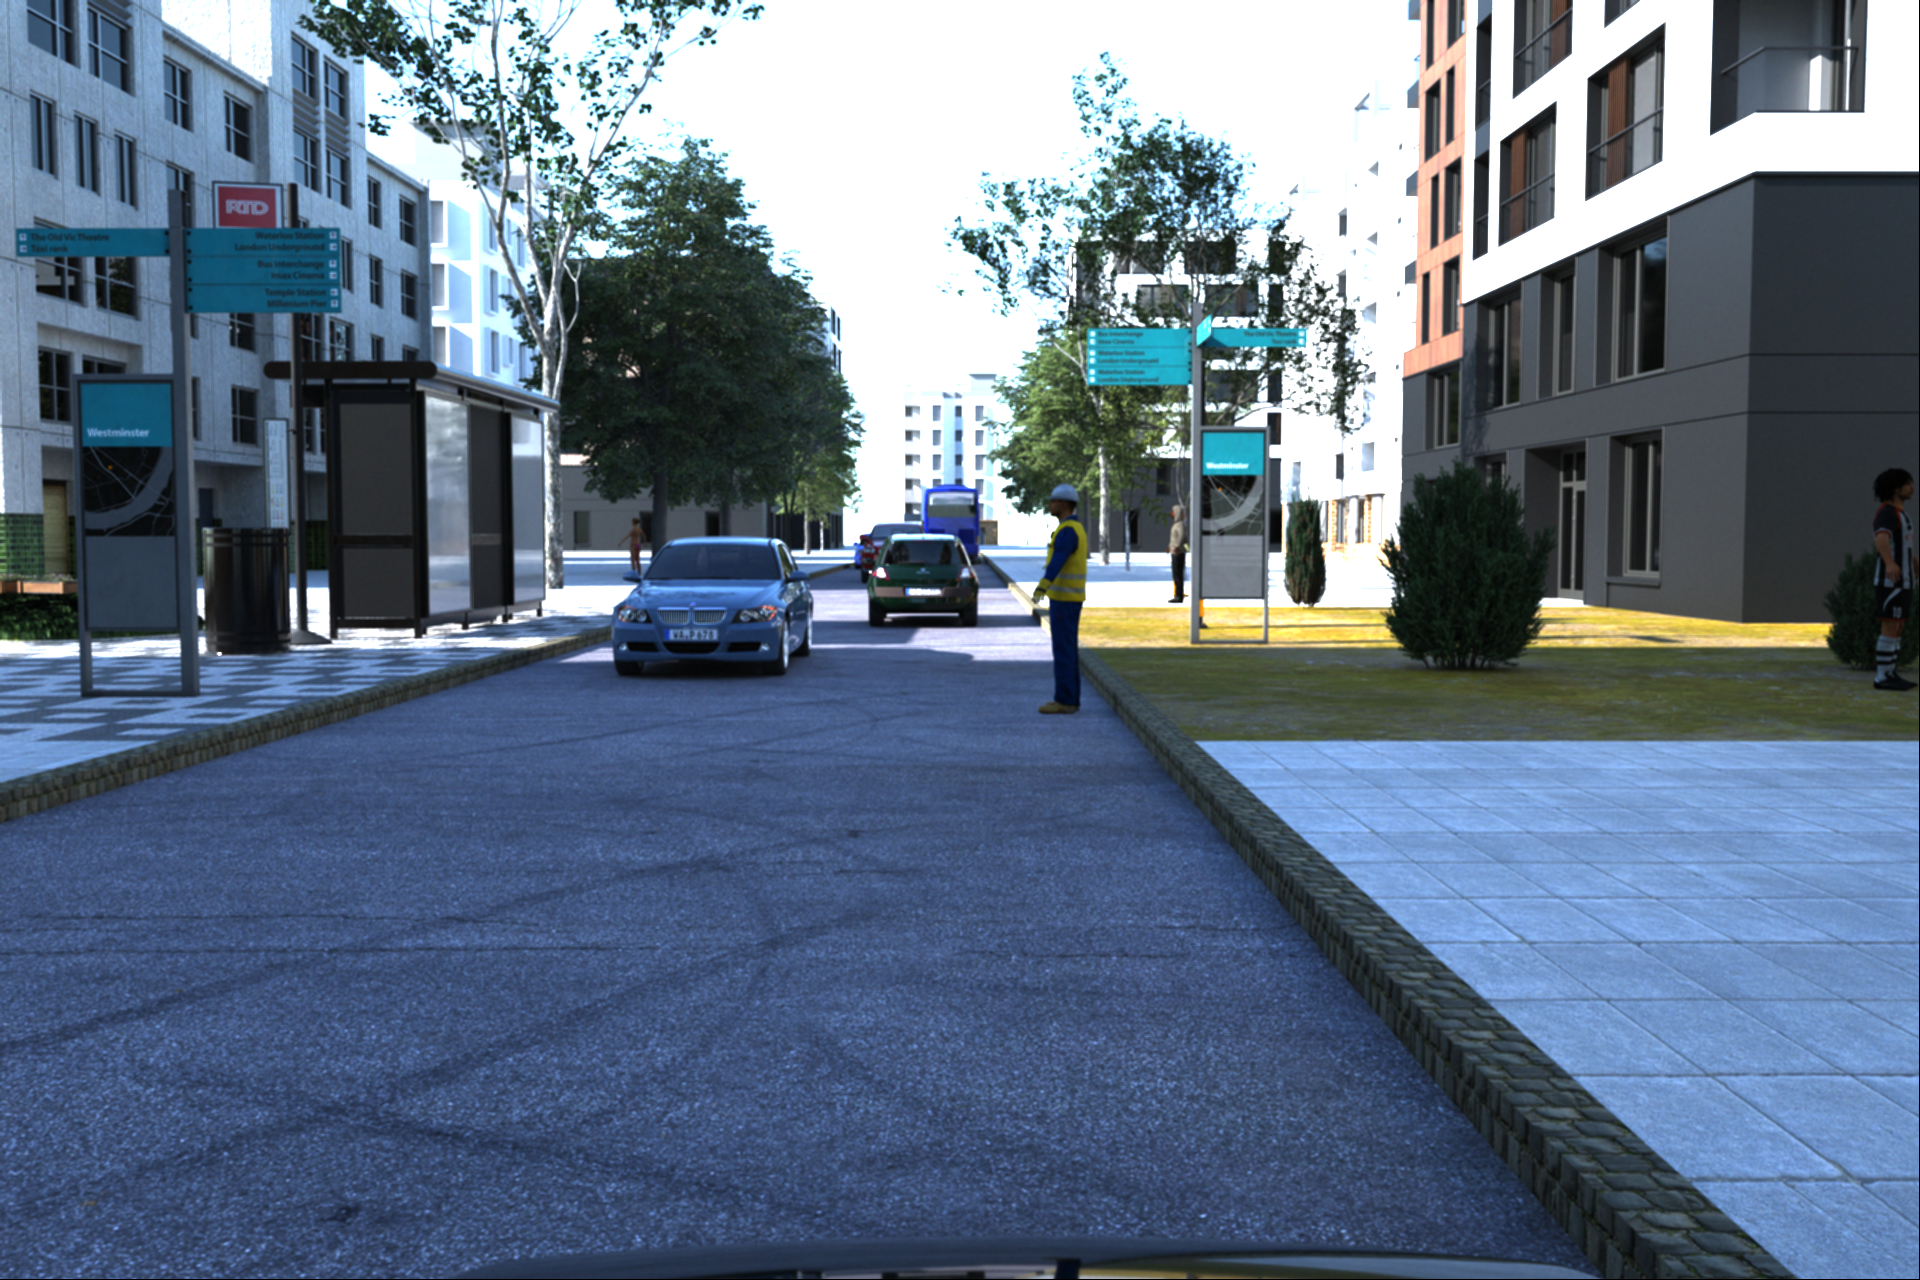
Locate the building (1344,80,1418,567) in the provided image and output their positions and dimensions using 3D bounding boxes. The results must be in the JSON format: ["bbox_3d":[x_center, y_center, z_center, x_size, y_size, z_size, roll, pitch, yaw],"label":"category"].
[{"bbox_3d":[21.817,-13.286,73.653,16.016,20.090,11.380,0,4,0],"label":"building"}]

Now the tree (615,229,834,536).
[{"bbox_3d":[-9.922,-10.120,72.111,9.857,13.997,8.962,0,3,0],"label":"tree"}]

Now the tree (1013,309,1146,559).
[{"bbox_3d":[6.157,-10.374,87.740,7.486,12.596,7.792,0,3,0],"label":"tree"}]

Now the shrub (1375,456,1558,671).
[{"bbox_3d":[4.785,-0.736,16.458,1.690,2.028,1.600,0,3,0],"label":"shrub"}]

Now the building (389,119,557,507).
[{"bbox_3d":[-26.616,-13.699,80.406,16.016,20.090,11.380,0,4,0],"label":"building"}]

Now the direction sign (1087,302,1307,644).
[{"bbox_3d":[2.729,-1.883,19.542,2.525,3.948,1.411,0,4,1],"label":"direction sign"}]

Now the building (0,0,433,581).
[{"bbox_3d":[-29.847,-11.500,54.477,16.747,18.905,31.486,0,4,0],"label":"building"}]

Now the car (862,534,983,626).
[{"bbox_3d":[-0.606,-1.133,28.310,2.009,1.686,4.222,0,4,-1],"label":"car"}]

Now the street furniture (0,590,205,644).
[{"bbox_3d":[-13.188,-0.300,20.538,5.734,0.657,10.072,1,4,21],"label":"street furniture"}]

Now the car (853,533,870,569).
[{"bbox_3d":[-3.452,-3.814,71.951,1.945,1.707,3.694,0,4,0],"label":"car"}]

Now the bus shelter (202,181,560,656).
[{"bbox_3d":[-7.357,-2.743,22.479,2.179,5.291,8.768,0,4,1],"label":"bus shelter"}]

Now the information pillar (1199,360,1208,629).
[{"bbox_3d":[3.254,-1.971,23.583,0.183,3.616,0.504,0,4,-1],"label":"information pillar"}]

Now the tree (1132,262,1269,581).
[{"bbox_3d":[5.923,-5.940,47.480,4.360,8.622,3.978,0,3,0],"label":"tree"}]

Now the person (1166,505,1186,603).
[{"bbox_3d":[4.012,-1.591,32.149,0.705,1.813,1.348,0,4,0],"label":"person"}]

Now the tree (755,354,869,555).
[{"bbox_3d":[-9.337,-11.563,107.182,7.486,12.596,7.792,0,3,0],"label":"tree"}]

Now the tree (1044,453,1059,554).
[{"bbox_3d":[5.545,-9.899,112.207,4.360,8.622,3.978,0,3,0],"label":"tree"}]

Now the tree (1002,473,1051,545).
[{"bbox_3d":[8.421,-16.675,207.043,7.601,10.594,8.767,0,4,8],"label":"tree"}]

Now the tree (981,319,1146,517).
[{"bbox_3d":[6.024,-11.816,99.849,9.857,13.997,8.962,0,3,0],"label":"tree"}]

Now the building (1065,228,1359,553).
[{"bbox_3d":[21.799,-17.618,132.024,27.936,21.610,32.646,0,4,0],"label":"building"}]

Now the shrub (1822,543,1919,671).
[{"bbox_3d":[8.640,-0.317,16.302,1.383,1.207,1.383,0,3,0],"label":"shrub"}]

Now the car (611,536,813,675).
[{"bbox_3d":[-2.626,-0.436,19.130,2.014,1.417,4.499,0,3,0],"label":"car"}]

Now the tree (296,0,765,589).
[{"bbox_3d":[-10.867,-11.219,39.328,12.611,20.169,13.585,0,3,0],"label":"tree"}]

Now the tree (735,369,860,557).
[{"bbox_3d":[-9.587,-10.488,97.235,9.928,11.665,9.643,0,3,0],"label":"tree"}]

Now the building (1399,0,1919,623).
[{"bbox_3d":[25.098,-12.020,40.501,27.936,21.610,32.646,0,4,0],"label":"building"}]

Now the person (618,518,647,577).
[{"bbox_3d":[-9.138,-2.546,48.433,0.721,1.733,1.217,2,4,27],"label":"person"}]

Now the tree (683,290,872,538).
[{"bbox_3d":[-9.521,-10.755,86.217,12.009,13.543,11.850,0,3,0],"label":"tree"}]

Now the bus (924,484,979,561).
[{"bbox_3d":[-0.412,-5.721,85.091,2.896,3.916,12.251,0,4,0],"label":"bus"}]

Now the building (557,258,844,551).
[{"bbox_3d":[-24.950,-18.392,144.692,27.936,21.610,32.646,0,4,1],"label":"building"}]

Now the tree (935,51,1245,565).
[{"bbox_3d":[5.158,-13.160,71.054,12.611,20.169,13.585,0,3,0],"label":"tree"}]

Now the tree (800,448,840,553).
[{"bbox_3d":[-9.061,-10.143,116.196,4.360,8.622,3.978,0,3,0],"label":"tree"}]

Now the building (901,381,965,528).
[{"bbox_3d":[-6.649,-21.345,207.869,11.380,20.090,16.016,1,4,10],"label":"building"}]

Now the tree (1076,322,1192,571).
[{"bbox_3d":[5.838,-6.666,59.345,4.737,8.622,4.395,0,3,0],"label":"tree"}]

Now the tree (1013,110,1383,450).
[{"bbox_3d":[5.647,-6.333,37.958,8.767,10.594,7.601,-2,4,-30],"label":"tree"}]

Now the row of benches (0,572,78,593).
[{"bbox_3d":[-15.518,-0.757,27.843,4.104,0.672,1.422,2,4,26],"label":"row of benches"}]

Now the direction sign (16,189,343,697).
[{"bbox_3d":[-6.069,-1.551,14.117,2.525,3.948,1.411,0,4,1],"label":"direction sign"}]

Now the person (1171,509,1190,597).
[{"bbox_3d":[4.492,-1.782,35.276,0.704,1.812,1.346,0,4,-2],"label":"person"}]

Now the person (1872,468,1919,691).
[{"bbox_3d":[7.747,-0.500,14.315,0.704,1.843,1.345,3,4,37],"label":"person"}]

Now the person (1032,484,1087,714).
[{"bbox_3d":[0.813,-0.337,13.941,0.705,1.833,1.349,1,4,13],"label":"person"}]

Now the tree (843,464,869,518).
[{"bbox_3d":[-14.396,-16.727,207.890,7.601,10.594,8.767,0,4,-1],"label":"tree"}]

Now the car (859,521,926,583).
[{"bbox_3d":[-1.879,-2.679,52.479,2.281,1.827,5.304,0,4,0],"label":"car"}]

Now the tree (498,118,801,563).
[{"bbox_3d":[-9.612,-9.076,55.054,9.857,13.997,8.962,0,3,0],"label":"tree"}]

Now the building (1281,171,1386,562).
[{"bbox_3d":[22.492,-14.415,92.110,16.016,20.090,11.380,0,4,0],"label":"building"}]
